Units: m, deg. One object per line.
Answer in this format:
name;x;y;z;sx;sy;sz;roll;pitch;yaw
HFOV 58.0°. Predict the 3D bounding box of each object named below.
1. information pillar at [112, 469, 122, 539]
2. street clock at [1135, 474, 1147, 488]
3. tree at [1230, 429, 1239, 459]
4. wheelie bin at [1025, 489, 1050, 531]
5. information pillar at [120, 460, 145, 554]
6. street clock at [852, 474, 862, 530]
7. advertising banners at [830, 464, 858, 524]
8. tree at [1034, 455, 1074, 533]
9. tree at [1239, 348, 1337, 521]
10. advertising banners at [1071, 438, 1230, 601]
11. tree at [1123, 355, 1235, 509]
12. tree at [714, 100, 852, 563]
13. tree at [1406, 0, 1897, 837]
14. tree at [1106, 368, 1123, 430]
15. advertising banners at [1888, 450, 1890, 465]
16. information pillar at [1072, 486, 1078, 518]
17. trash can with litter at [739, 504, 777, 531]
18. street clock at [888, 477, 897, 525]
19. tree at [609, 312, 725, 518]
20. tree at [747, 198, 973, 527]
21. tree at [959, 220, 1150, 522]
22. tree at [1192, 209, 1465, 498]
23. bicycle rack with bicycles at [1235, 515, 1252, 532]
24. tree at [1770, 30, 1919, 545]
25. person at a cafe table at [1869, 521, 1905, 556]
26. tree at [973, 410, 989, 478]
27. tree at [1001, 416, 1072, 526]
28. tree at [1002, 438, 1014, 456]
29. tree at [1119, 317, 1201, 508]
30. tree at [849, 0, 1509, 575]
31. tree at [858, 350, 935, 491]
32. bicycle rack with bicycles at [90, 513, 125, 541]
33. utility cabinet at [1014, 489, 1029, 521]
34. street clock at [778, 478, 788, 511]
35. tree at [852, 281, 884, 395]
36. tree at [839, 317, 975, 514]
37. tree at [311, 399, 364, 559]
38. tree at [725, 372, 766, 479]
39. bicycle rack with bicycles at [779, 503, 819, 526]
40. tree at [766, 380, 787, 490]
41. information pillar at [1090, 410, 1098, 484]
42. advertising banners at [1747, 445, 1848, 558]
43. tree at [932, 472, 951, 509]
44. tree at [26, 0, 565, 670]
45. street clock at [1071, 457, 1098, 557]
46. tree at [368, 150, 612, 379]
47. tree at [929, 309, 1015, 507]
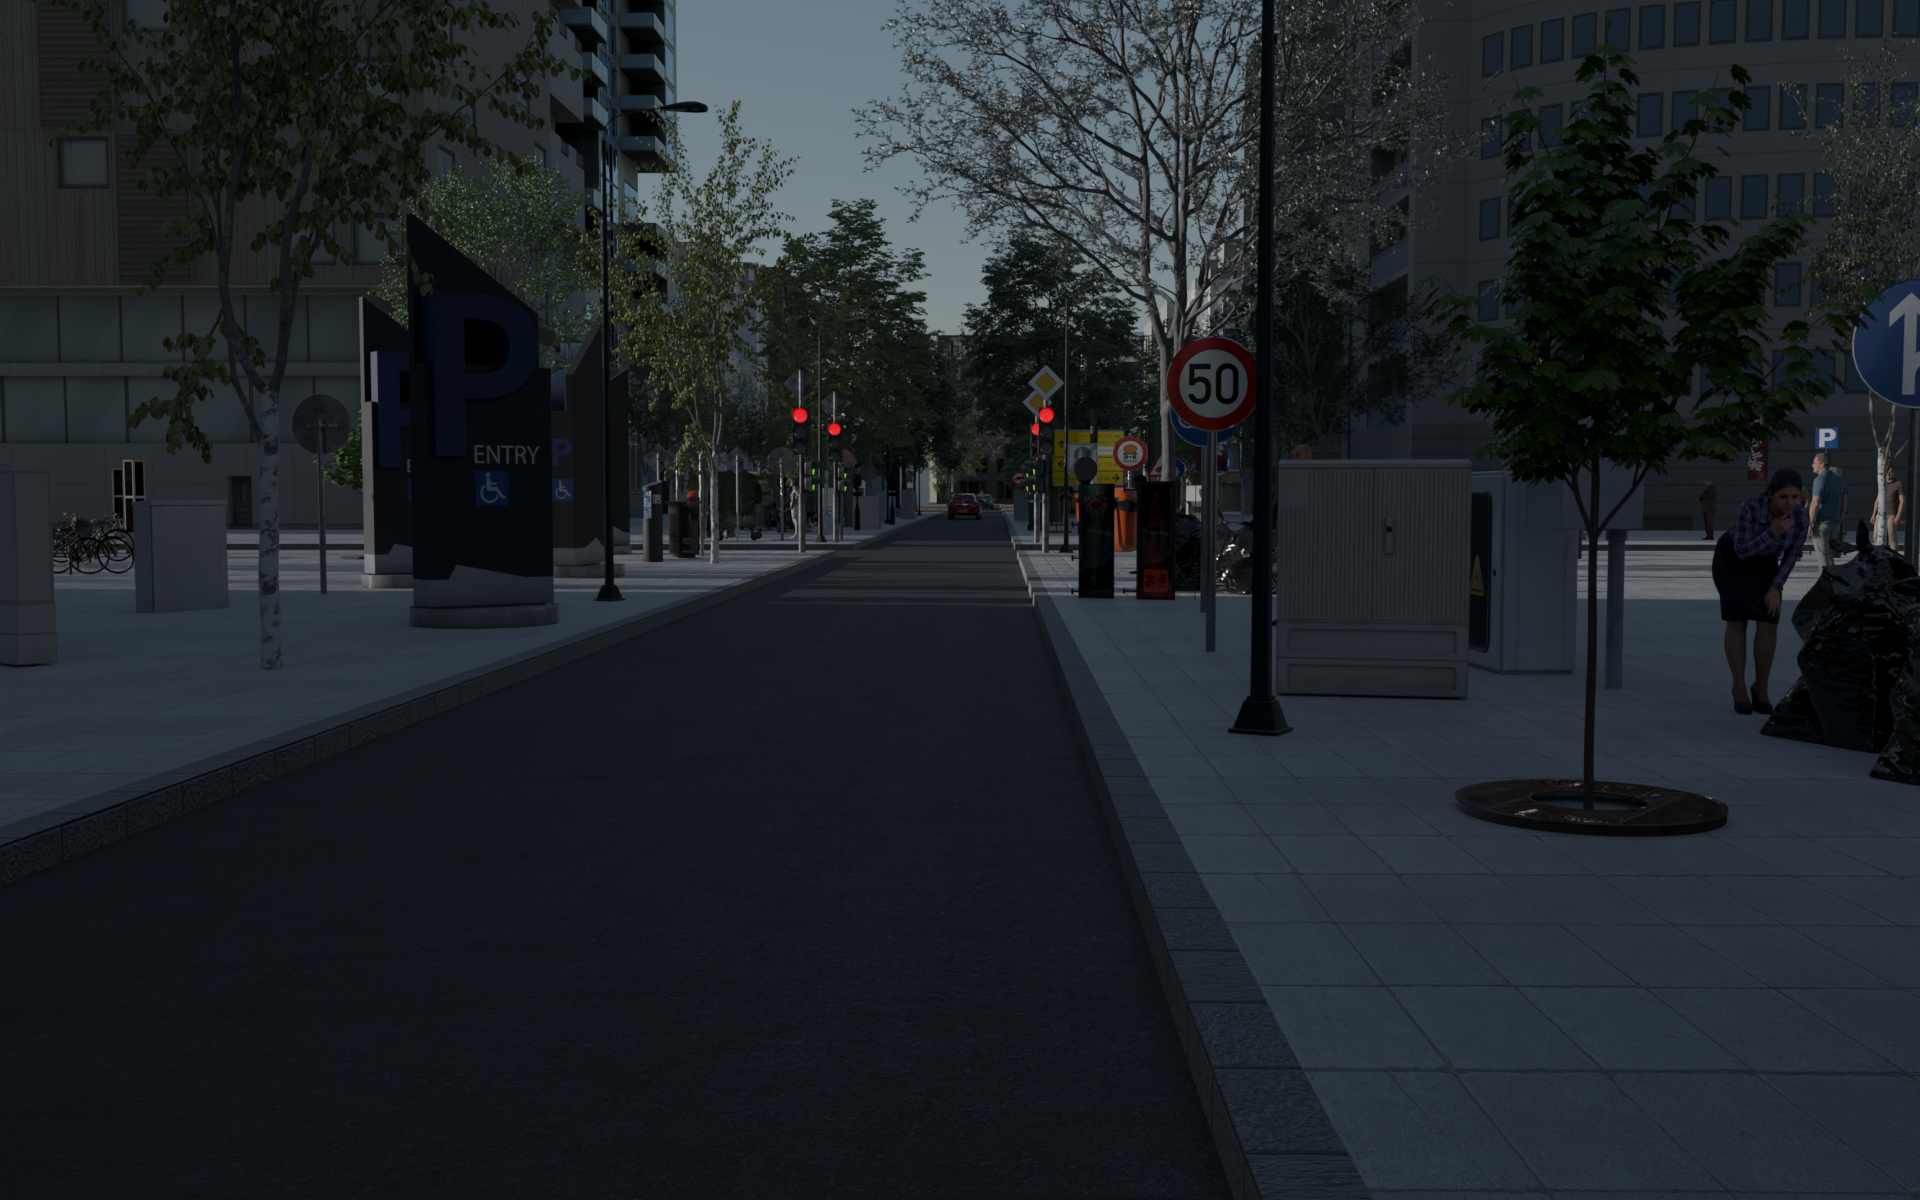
information pillar;-24.262;-2.780;49.951;0.304;2.012;0.304;-2;4;-25
street clock;6.636;-3.625;63.832;0.471;2.002;0.358;-1;4;-15
tree;13.378;-7.975;80.752;4.360;8.622;3.978;0;3;0
wheelie bin;2.745;-3.241;60.901;0.980;1.594;0.693;2;4;26
information pillar;-17.780;-2.008;37.329;0.304;2.012;0.304;2;4;23
street clock;-3.622;-3.453;61.025;0.358;2.002;0.471;-1;4;-13
advertising banners;-5.246;-4.801;74.682;2.074;3.025;0.090;3;5;44
tree;3.068;-3.844;57.456;1.663;3.219;1.824;0;3;0
tree;14.802;-7.621;74.971;4.360;8.622;3.978;0;3;0
advertising banners;2.348;-1.514;20.946;2.074;3.025;0.090;1;4;22
tree;11.785;-8.603;91.018;4.737;8.622;4.395;0;3;0
tree;-4.772;-4.980;31.782;4.737;8.622;4.395;0;3;0
tree;2.418;-0.747;6.818;1.663;3.219;1.824;0;3;0
tree;8.511;-9.122;99.514;4.737;8.622;4.395;0;3;0
advertising banners;25.731;-3.179;48.167;0.090;3.025;2.074;2;4;34
information pillar;6.271;-6.218;93.026;0.504;3.616;0.183;2;4;35
trash can with litter;-7.153;-3.055;61.000;2.233;1.210;1.678;2;4;31
street clock;-2.831;-4.148;72.396;0.358;2.002;0.471;-2;4;-24
tree;-12.505;-7.306;69.815;4.360;8.622;3.978;0;3;0
tree;-4.308;-9.077;66.536;7.486;12.596;7.792;0;3;0
tree;4.428;-10.576;79.571;9.857;13.997;8.962;0;3;0
tree;11.749;-7.393;55.282;8.767;10.594;7.601;0;4;1
bicycle rack with bicycles;4.872;-1.056;30.640;2.925;0.926;2.852;1;4;10
tree;15.018;-4.737;27.818;4.360;8.622;3.978;0;3;0
person at a cafe table;19.894;-1.495;35.306;1.698;1.238;1.726;-1;4;-18
tree;-0.581;-16.655;190.441;7.486;12.596;7.792;0;3;0
tree;3.680;-5.339;71.007;4.285;4.588;4.351;0;3;0
tree;6.798;-14.964;195.030;4.360;8.622;3.978;0;3;0
tree;13.587;-11.792;110.932;7.486;12.596;7.792;0;3;0
tree;3.361;-7.146;27.203;12.009;13.543;11.850;0;3;0
tree;-3.562;-8.347;86.830;4.360;8.622;3.978;0;3;0
bicycle rack with bicycles;-22.398;-2.074;47.297;2.925;0.926;2.852;1;4;11
utility cabinet;2.945;-4.488;82.062;0.318;1.500;1.173;-2;4;-25
street clock;-7.724;-4.360;75.851;0.471;2.002;0.358;-3;4;-37
tree;-4.406;-6.345;54.108;4.737;8.622;4.395;0;3;0
tree;-3.595;-11.846;110.692;9.611;12.733;9.660;0;3;0
tree;-11.839;-2.442;34.524;1.663;3.219;1.824;0;3;0
tree;-13.678;-8.810;94.404;4.360;8.622;3.978;0;3;0
bicycle rack with bicycles;-6.716;-3.393;68.854;2.852;0.926;2.925;3;5;43
tree;-12.097;-9.312;102.612;4.360;8.622;3.978;0;3;0
information pillar;3.704;-3.466;48.020;0.183;3.616;0.504;-1;4;-12
advertising banners;16.714;-2.357;34.721;2.074;3.025;0.090;0;4;5
tree;-1.787;-9.593;151.443;1.663;3.219;1.824;0;3;0
tree;-4.994;-3.812;12.694;4.737;8.622;4.395;0;3;0
street clock;2.428;-1.789;33.824;0.471;2.002;0.358;-1;4;-10
tree;-14.140;-7.753;52.510;9.928;11.665;9.643;0;3;0
tree;0.273;-19.565;175.782;12.611;20.169;13.585;0;3;0
